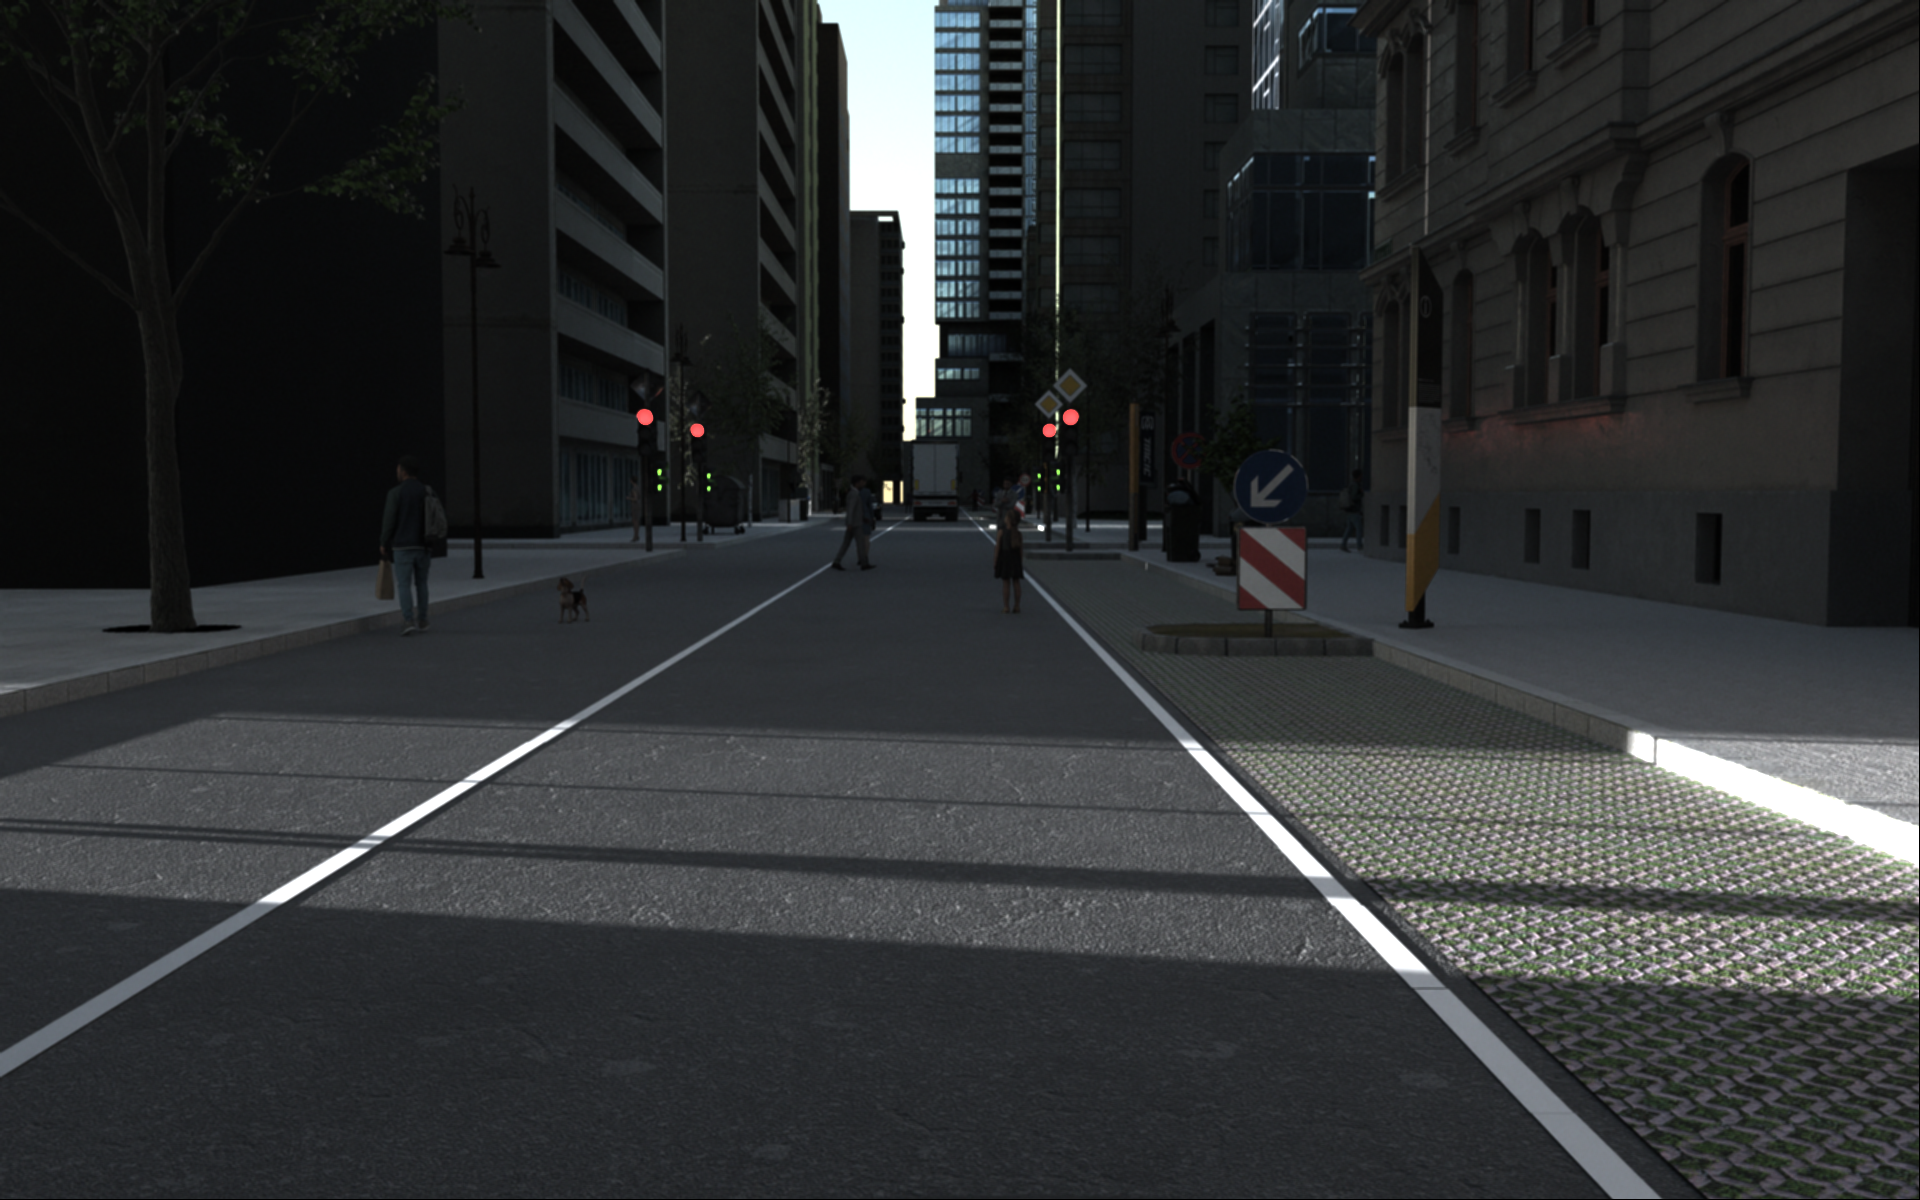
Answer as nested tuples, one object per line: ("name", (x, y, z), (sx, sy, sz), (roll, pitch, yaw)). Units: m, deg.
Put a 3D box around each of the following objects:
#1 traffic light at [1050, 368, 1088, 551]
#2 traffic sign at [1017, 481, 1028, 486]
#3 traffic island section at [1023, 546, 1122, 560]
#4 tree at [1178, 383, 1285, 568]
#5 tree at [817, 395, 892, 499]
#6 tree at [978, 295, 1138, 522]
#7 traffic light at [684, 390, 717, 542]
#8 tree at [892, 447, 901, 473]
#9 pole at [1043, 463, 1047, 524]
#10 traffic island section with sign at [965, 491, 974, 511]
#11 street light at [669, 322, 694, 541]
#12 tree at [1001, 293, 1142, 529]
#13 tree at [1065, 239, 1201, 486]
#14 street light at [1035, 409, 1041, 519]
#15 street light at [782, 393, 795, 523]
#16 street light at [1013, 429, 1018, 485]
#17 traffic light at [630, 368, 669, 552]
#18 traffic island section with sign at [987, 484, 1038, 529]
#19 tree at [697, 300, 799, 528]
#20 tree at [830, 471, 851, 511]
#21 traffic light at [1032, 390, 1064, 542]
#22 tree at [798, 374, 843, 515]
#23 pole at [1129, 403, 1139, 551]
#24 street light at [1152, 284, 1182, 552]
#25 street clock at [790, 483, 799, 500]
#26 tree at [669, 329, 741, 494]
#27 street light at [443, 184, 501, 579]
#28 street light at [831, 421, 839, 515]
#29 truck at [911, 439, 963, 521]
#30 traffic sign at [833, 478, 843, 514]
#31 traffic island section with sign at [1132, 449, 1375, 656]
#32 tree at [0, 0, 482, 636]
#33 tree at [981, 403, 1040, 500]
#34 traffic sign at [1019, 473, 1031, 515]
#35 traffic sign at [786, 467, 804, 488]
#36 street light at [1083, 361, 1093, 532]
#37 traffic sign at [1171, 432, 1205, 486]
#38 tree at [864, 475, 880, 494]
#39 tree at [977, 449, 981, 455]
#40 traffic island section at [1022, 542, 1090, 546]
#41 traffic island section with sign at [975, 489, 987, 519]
("traffic light", (2.430, -3.043, 38.671), (0.839, 4.253, 0.868), (0, 4, 0))
("traffic sign", (4.209, -7.198, 117.685), (0.884, 2.594, 0.081), (0, 3, 0))
("traffic island section", (2.470, -1.009, 38.786), (2.009, 0.180, 2.903), (0, 4, 0))
("tree", (4.934, -2.179, 30.229), (1.663, 3.219, 1.824), (0, 3, 0))
("tree", (-8.299, -10.889, 128.402), (4.737, 8.622, 4.395), (0, 3, 0))
("tree", (4.645, -8.928, 80.382), (8.767, 10.594, 7.601), (2, 4, 33))
("traffic light", (-6.991, -3.526, 46.571), (0.839, 4.253, 0.868), (0, 4, 0))
("tree", (-9.029, -14.900, 193.980), (4.737, 8.622, 4.395), (0, 3, 0))
("pole", (3.651, -4.869, 73.451), (0.158, 3.312, 0.155), (0, 3, 0))
("traffic island section with sign", (1.648, -8.577, 148.861), (1.989, 1.847, 2.006), (0, 4, 0))
("street light", (-7.502, -4.527, 46.811), (0.468, 5.910, 1.993), (0, 4, 0))
("tree", (4.485, -6.951, 64.010), (4.737, 8.622, 4.395), (0, 3, 0))
("tree", (5.085, -6.143, 50.801), (4.360, 8.622, 3.978), (0, 3, 0))
("street light", (4.065, -7.135, 89.441), (0.468, 5.910, 1.993), (0, 4, 0))
("street light", (-7.683, -6.410, 77.599), (0.468, 5.910, 1.993), (0, 4, 0))
("street light", (3.845, -9.059, 120.906), (0.468, 5.910, 1.993), (0, 4, 0))
("traffic light", (-6.931, -3.038, 38.586), (0.839, 4.253, 0.868), (0, 4, 0))
("traffic island section with sign", (2.234, -3.871, 71.918), (1.989, 1.847, 2.006), (0, 4, 0))
("tree", (-8.112, -7.099, 66.426), (4.737, 8.622, 4.395), (0, 3, 0))
("tree", (-9.214, -8.562, 134.597), (1.663, 3.219, 1.824), (0, 3, 0))
("traffic light", (2.370, -3.531, 46.656), (0.839, 4.253, 0.868), (0, 4, 0))
("tree", (-9.305, -9.459, 105.019), (4.360, 8.622, 3.978), (0, 3, 0))
("pole", (3.929, -2.767, 39.078), (0.158, 3.312, 0.155), (0, 3, 0))
("street light", (4.563, -4.008, 38.323), (0.468, 5.910, 1.993), (0, 4, 0))
("street clock", (-8.193, -4.951, 85.517), (0.471, 2.002, 0.358), (0, 4, 2))
("tree", (-11.818, -7.718, 76.546), (4.360, 8.622, 3.978), (0, 3, 0))
("street light", (-7.334, -3.267, 26.203), (0.468, 5.910, 1.993), (0, 4, 0))
("street light", (-7.832, -8.294, 108.387), (0.468, 5.910, 1.993), (0, 4, 0))
("truck", (-1.279, -6.452, 94.406), (2.839, 4.237, 11.283), (0, 3, 0))
("traffic sign", (-7.961, -6.775, 112.904), (0.606, 2.300, 0.079), (0, 4, 3))
("traffic island section with sign", (2.648, -0.460, 16.145), (1.989, 1.847, 2.006), (0, 4, 0))
("tree", (-7.517, -5.516, 15.938), (9.928, 11.665, 9.643), (0, 3, 0))
("tree", (4.555, -10.936, 129.172), (4.360, 8.622, 3.978), (0, 3, 0))
("traffic sign", (4.023, -6.546, 107.130), (0.768, 2.556, 0.104), (0, 4, 3))
("traffic sign", (-8.020, -5.159, 84.355), (0.884, 2.594, 0.081), (0, 4, 6))
("street light", (4.338, -5.252, 58.654), (0.468, 5.910, 1.993), (0, 4, 0))
("traffic sign", (4.696, -2.161, 35.434), (0.768, 2.556, 0.104), (1, 4, 9))
("tree", (-8.598, -10.676, 169.157), (1.663, 3.219, 1.824), (0, 3, 0))
("tree", (3.863, -14.331, 184.680), (4.360, 8.622, 3.978), (0, 3, 0))
("traffic island section", (2.410, -1.498, 46.771), (2.009, 0.180, 2.903), (0, 4, 0))
("traffic island section with sign", (2.029, -5.525, 98.954), (1.989, 1.847, 2.006), (0, 4, 0))
